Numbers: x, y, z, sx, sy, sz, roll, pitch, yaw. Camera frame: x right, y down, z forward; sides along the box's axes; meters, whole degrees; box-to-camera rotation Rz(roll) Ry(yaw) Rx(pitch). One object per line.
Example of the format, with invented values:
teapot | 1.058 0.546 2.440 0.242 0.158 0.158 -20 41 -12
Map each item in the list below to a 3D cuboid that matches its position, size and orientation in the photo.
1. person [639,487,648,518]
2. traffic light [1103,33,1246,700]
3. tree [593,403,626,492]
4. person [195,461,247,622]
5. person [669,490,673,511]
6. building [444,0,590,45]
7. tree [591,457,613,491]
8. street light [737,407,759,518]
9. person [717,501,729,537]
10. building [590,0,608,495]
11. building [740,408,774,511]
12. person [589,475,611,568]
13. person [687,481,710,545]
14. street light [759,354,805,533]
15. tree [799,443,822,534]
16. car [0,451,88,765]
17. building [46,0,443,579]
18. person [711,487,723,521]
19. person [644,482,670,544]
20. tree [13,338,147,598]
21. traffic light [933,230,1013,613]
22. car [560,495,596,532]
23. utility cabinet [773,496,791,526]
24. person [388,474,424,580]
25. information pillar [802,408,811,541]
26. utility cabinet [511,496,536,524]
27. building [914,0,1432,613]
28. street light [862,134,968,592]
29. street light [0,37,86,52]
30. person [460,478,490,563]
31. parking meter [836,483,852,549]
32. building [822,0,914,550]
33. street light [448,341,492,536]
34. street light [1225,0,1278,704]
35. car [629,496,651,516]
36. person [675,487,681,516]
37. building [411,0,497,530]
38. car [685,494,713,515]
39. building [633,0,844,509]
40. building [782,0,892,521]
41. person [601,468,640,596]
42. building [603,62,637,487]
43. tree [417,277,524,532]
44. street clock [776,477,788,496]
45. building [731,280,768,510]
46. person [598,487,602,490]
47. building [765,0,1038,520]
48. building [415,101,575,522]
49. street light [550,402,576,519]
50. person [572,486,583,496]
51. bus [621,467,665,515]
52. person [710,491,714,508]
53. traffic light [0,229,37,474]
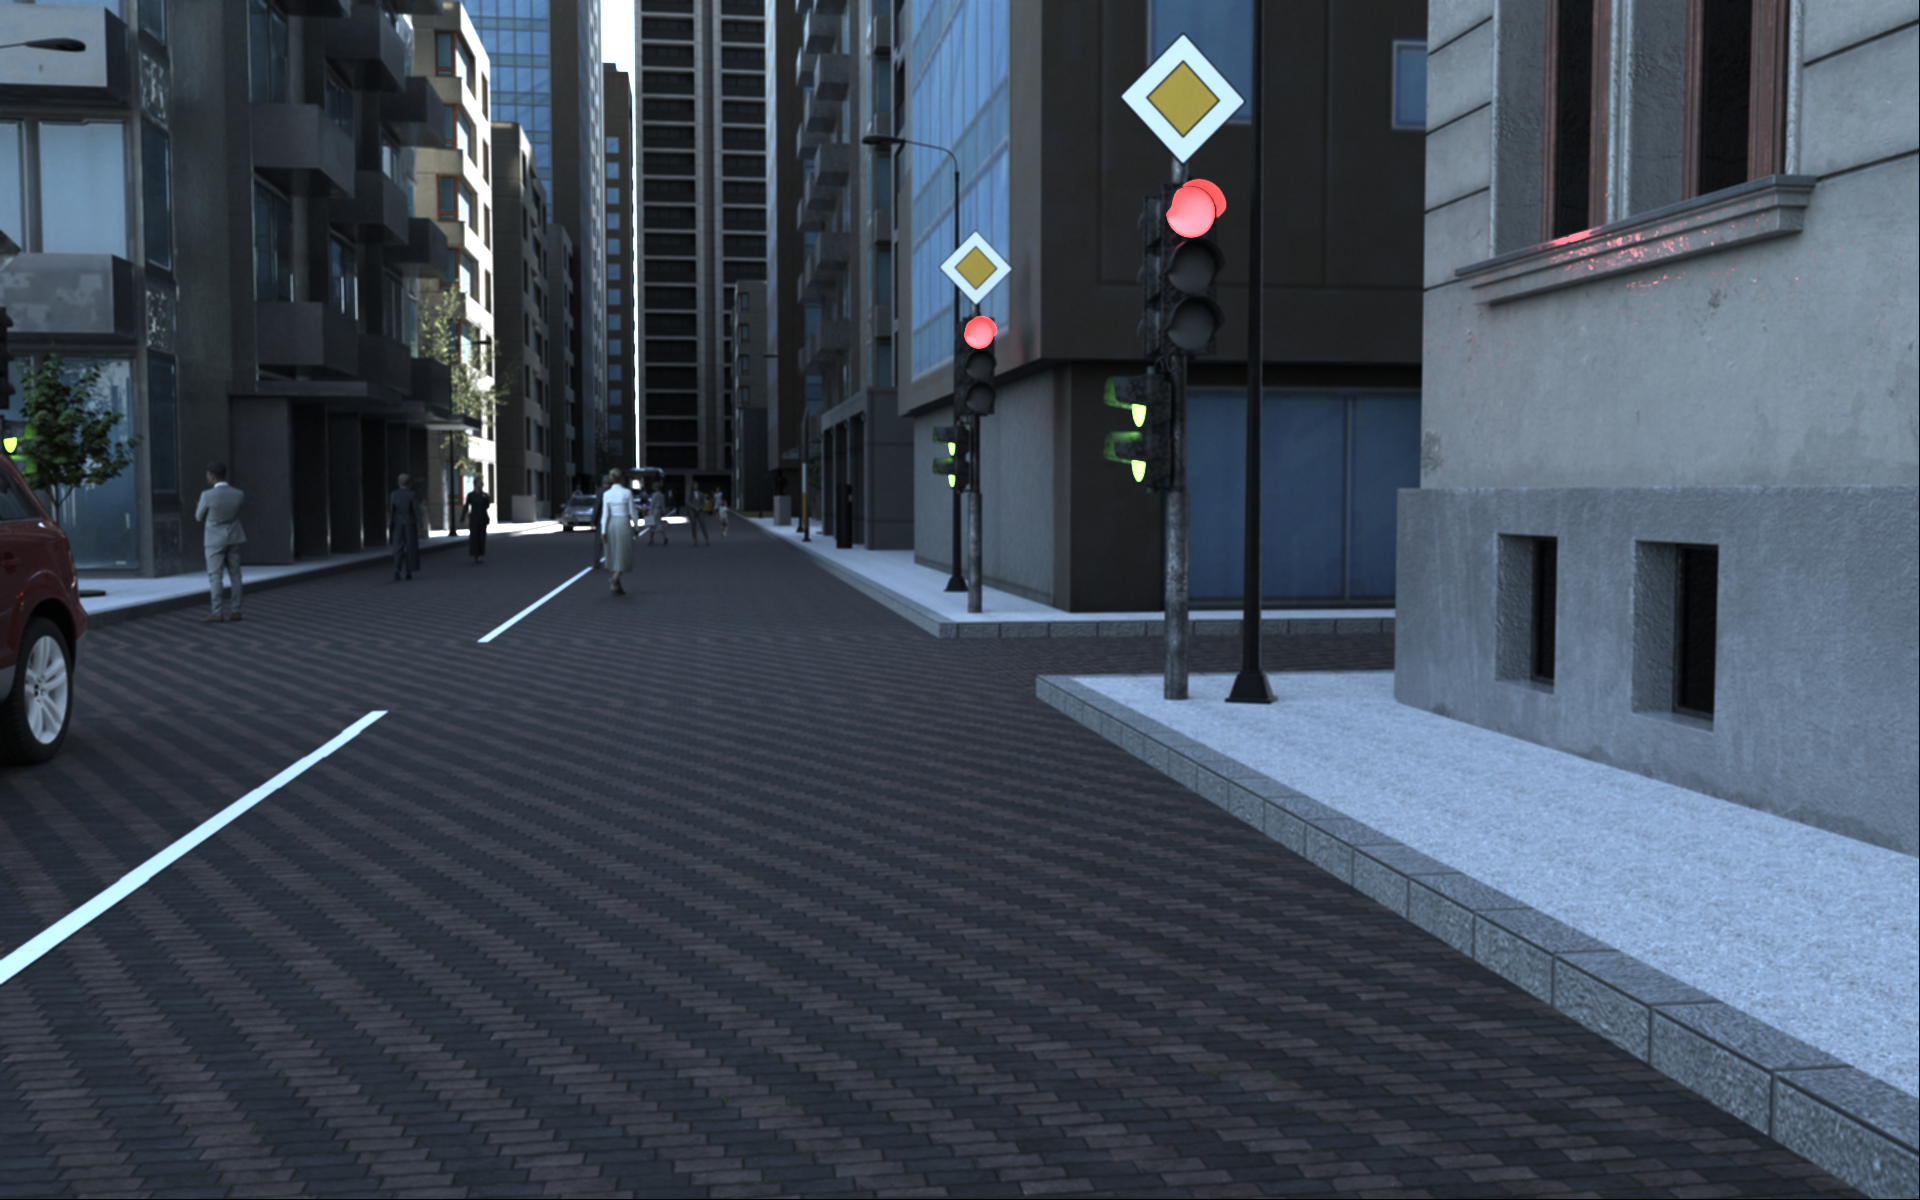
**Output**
person | -19.268 -5.897 104.778 0.709 1.838 0.599 2 4 33
traffic light | 1.334 -1.334 10.737 0.839 4.253 0.868 -1 4 -9
tree | -28.732 -11.465 137.820 4.360 8.622 3.978 0 3 0
person | -8.355 -0.663 19.524 0.466 1.800 0.511 1 4 23
person | -23.732 -8.163 142.692 0.721 1.736 1.217 -1 4 -10
building | -34.069 -29.062 125.270 14.600 45.320 14.200 -1 4 -9
tree | -30.014 -9.725 142.717 4.285 4.588 4.351 0 3 0
street light | -11.163 -7.322 92.252 1.470 5.913 1.316 -1 4 -9
person | -7.950 -2.706 57.758 0.505 1.210 0.382 2 4 31
building | -42.595 -43.773 153.936 20.611 71.187 20.563 -1 4 -9
building | -4.331 -49.588 123.432 22.319 86.520 31.000 -1 4 -9
person | -6.949 -1.535 33.769 0.590 1.801 0.661 3 5 43
person | -7.329 -2.429 48.493 0.520 1.790 0.573 -2 4 -35
street light | -5.858 -5.203 57.611 1.470 5.913 1.316 -1 4 -9
tree | -4.151 -3.764 56.144 1.663 3.219 1.824 0 3 0
car | -5.678 0.064 7.633 2.281 1.827 5.304 0 4 -7
building | -23.546 -25.461 35.894 23.786 49.044 30.456 -1 4 -9
person | -12.679 -5.009 90.487 0.616 1.811 0.778 0 4 3
person | -8.612 -2.469 49.226 0.624 1.780 0.694 3 5 40
tree | -11.309 -1.646 21.513 1.663 3.219 1.824 0 3 0
traffic light | 0.143 -1.817 18.633 0.839 4.253 0.868 -1 4 -9
car | -14.593 -3.418 67.881 2.014 1.417 4.499 -1 4 -9
utility cabinet | -7.231 -3.629 70.503 0.306 1.237 1.020 1 4 22
person | -9.261 -1.224 28.940 0.576 1.772 0.534 -1 4 -20
information pillar | -4.170 -3.392 46.815 0.183 3.616 0.504 0 4 5
utility cabinet | -18.984 -3.930 75.424 1.020 1.237 0.306 1 4 11
building | 6.836 -22.914 24.749 14.200 45.320 14.600 -1 4 -9
street light | -0.576 -3.062 22.609 1.470 5.913 1.316 -1 4 -9
street light | -9.599 -2.762 17.706 1.470 5.913 1.316 -1 4 -9
person | -10.136 -1.674 36.284 0.534 1.772 0.576 3 4 37
parking meter | -2.733 -1.988 40.917 0.372 1.533 0.369 0 3 0
building | 7.300 -37.011 43.389 20.563 71.187 20.611 -1 4 -9
street light | -14.848 -4.887 52.451 1.470 5.913 1.316 -1 4 -9
street light | 1.273 -2.321 10.496 1.470 5.913 1.316 -1 4 -9
car | -18.594 -5.312 99.425 1.945 1.354 3.894 0 4 -7
person | -18.378 -6.420 113.098 0.705 1.869 1.348 0 4 -5
building | -33.306 -13.961 73.299 27.650 21.520 28.899 -1 4 -9
car | -17.974 -6.694 119.667 2.015 1.641 3.980 -1 4 -10
building | -23.963 -45.670 184.951 20.611 71.187 20.563 -1 4 -9
building | 4.243 -28.003 77.453 23.786 49.044 30.456 -1 4 -9
person | -4.830 -0.961 24.445 0.478 1.798 0.641 1 4 16
building | -40.986 -32.366 179.301 14.200 45.320 14.600 -1 4 -9
tree | -17.145 -6.598 58.233 4.360 8.622 3.978 0 3 0
street clock | -7.556 -4.223 73.609 0.471 2.002 0.358 -3 5 -40
building | -6.416 -19.029 156.168 27.650 21.520 28.899 -1 4 -9
person | -18.731 -4.999 90.465 0.641 1.798 0.478 -2 4 -23
building | -4.131 -27.589 101.193 14.600 45.320 14.200 -1 4 -9
building | -38.258 -15.815 103.615 27.650 21.520 28.899 -1 4 -9
street light | -20.058 -7.030 87.487 1.470 5.913 1.316 -1 4 -9
person | -18.432 -4.590 83.653 0.679 1.850 0.850 2 4 24
bus | -21.408 -7.476 117.090 2.948 3.499 13.247 0 4 -8
person | -23.866 -9.629 166.481 0.434 1.755 0.990 1 4 18
traffic light | -9.655 -1.726 17.144 0.839 4.253 0.868 -1 4 -9
